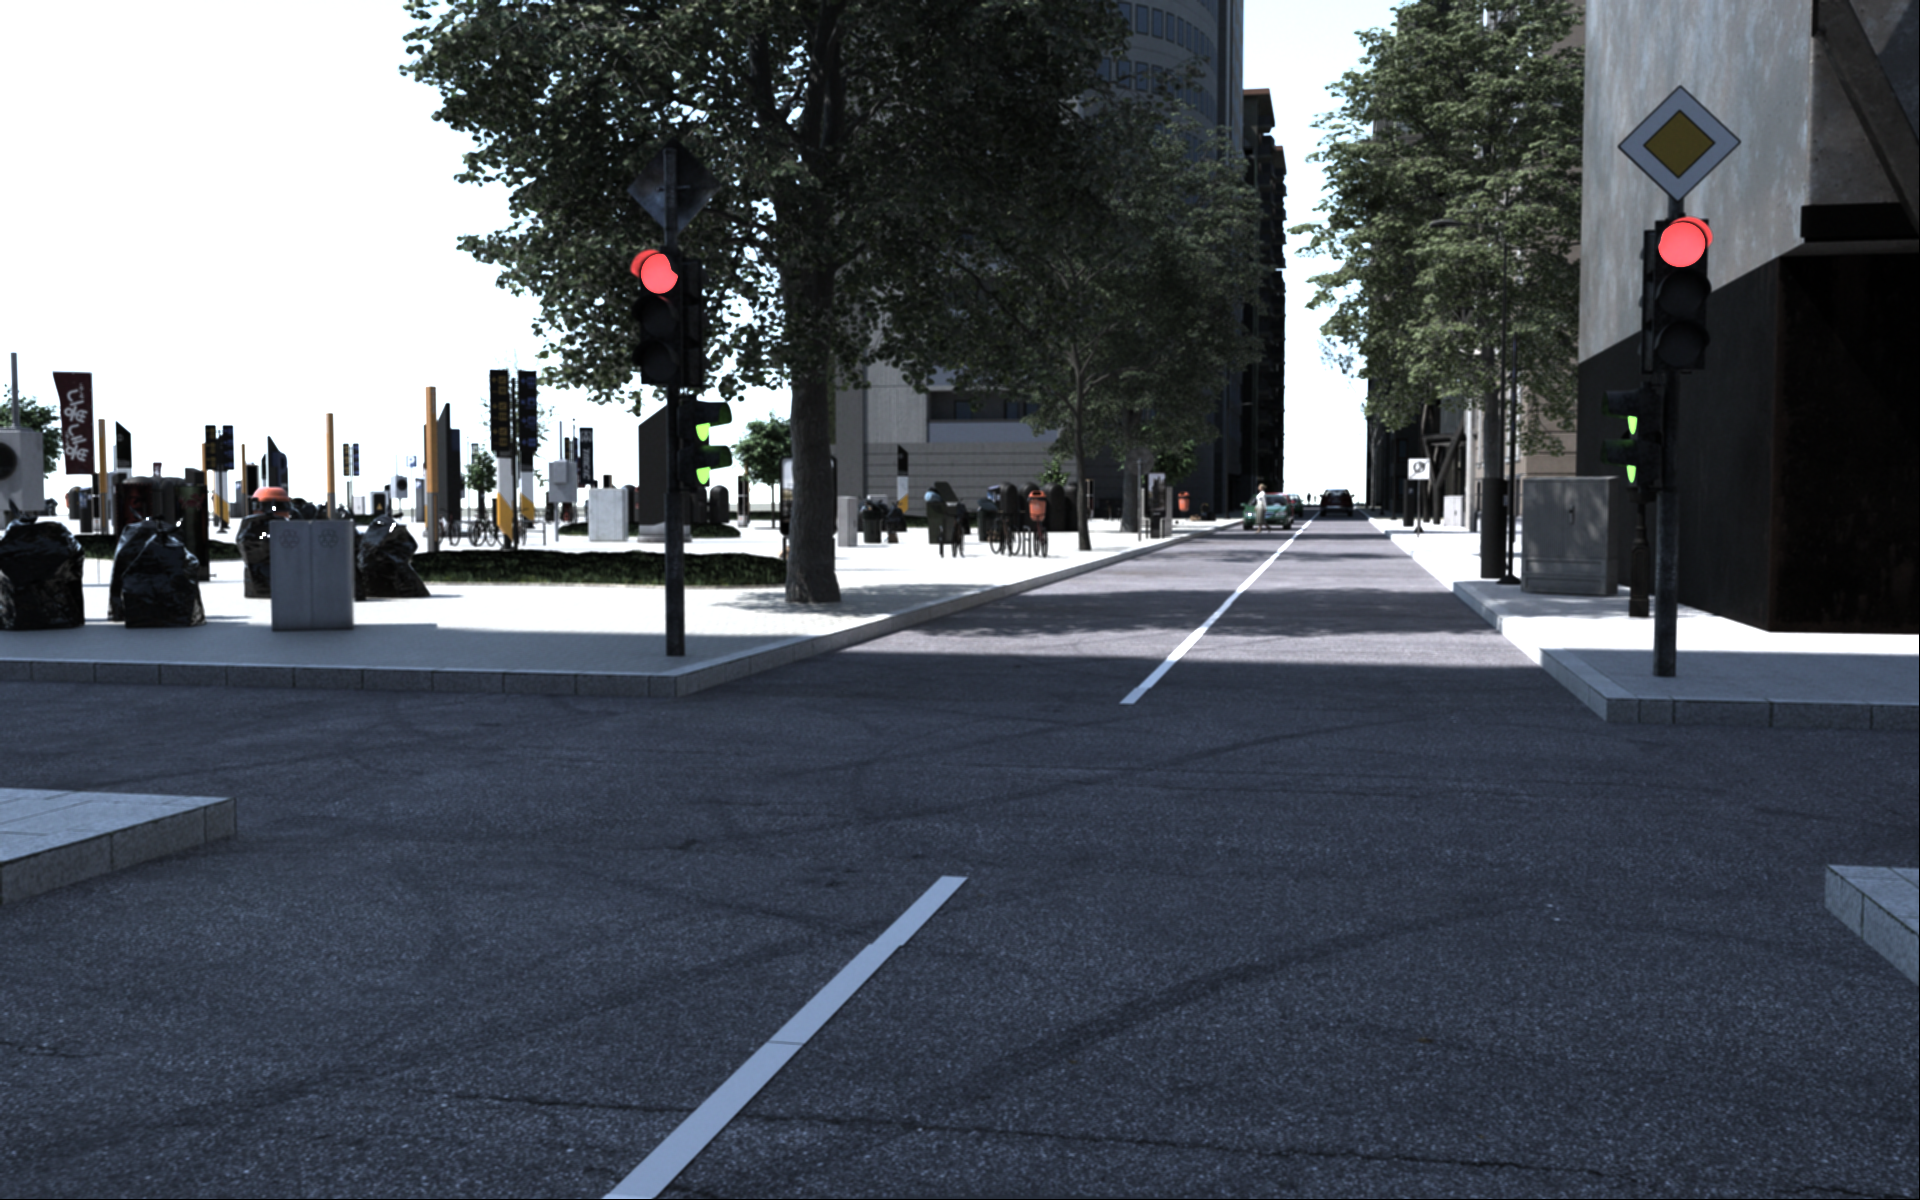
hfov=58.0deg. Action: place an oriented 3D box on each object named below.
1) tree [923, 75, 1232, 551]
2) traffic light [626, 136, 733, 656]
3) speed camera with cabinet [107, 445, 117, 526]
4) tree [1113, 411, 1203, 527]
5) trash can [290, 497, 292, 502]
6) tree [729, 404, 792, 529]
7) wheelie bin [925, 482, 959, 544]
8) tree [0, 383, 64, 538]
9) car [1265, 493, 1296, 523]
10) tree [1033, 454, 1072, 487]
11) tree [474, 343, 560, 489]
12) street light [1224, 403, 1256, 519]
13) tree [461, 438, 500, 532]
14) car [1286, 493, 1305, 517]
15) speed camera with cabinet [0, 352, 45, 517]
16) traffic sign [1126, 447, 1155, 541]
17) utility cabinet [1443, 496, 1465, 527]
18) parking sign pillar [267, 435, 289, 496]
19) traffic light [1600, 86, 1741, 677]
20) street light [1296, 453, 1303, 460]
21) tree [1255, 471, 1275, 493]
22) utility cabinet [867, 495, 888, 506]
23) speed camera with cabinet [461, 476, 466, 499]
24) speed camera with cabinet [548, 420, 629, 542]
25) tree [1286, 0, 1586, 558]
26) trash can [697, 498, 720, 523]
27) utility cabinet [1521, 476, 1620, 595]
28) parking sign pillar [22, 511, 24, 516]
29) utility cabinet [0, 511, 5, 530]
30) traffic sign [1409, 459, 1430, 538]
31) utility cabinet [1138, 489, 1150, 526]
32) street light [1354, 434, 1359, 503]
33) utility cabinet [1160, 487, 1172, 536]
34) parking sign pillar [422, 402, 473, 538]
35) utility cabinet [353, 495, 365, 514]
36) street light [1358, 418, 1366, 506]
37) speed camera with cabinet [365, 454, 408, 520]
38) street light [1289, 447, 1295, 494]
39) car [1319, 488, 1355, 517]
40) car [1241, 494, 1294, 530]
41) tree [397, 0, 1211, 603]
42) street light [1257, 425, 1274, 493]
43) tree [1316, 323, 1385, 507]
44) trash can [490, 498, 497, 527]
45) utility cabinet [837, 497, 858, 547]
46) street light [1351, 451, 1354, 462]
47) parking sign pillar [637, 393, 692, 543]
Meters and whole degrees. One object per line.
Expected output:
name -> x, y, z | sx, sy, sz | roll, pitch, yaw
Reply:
tree -> 2.505, -6.407, 39.172 | 7.601, 10.594, 8.767 | 0, 4, 1
traffic light -> -2.246, -1.512, 13.650 | 0.839, 4.253, 0.868 | 1, 4, 12
speed camera with cabinet -> -33.212, -4.610, 69.706 | 2.038, 3.252, 0.660 | -1, 4, -10
tree -> 7.679, -5.107, 67.213 | 4.285, 4.588, 4.351 | 0, 3, 0
trash can -> -35.030, -4.788, 89.940 | 0.748, 1.137, 0.748 | 0, 3, 0
tree -> -6.947, -4.899, 63.818 | 4.285, 4.588, 4.351 | 0, 3, 0
wheelie bin -> -0.499, -2.238, 44.499 | 0.693, 1.594, 0.980 | 2, 4, 32
tree -> -28.071, -4.132, 51.265 | 4.285, 4.588, 4.351 | 0, 3, 0
car -> 15.219, -4.583, 83.966 | 2.155, 1.783, 4.494 | 1, 4, 14
tree -> 4.457, -5.234, 80.172 | 1.663, 3.219, 1.824 | 0, 3, 0
tree -> -21.240, -8.167, 83.897 | 4.737, 8.622, 4.395 | 0, 3, 0
street light -> 14.230, -7.095, 88.544 | 1.470, 5.913, 1.316 | 1, 4, 12
tree -> -16.272, -3.978, 59.638 | 1.663, 3.219, 1.824 | 0, 3, 0
car -> 20.468, -6.058, 107.851 | 1.959, 1.807, 4.718 | 1, 4, 11
speed camera with cabinet -> -13.866, -1.817, 24.051 | 2.038, 3.252, 0.660 | 0, 4, 3
traffic sign -> 4.881, -2.867, 46.974 | 0.768, 2.556, 0.104 | 1, 4, 16
utility cabinet -> 19.346, -3.457, 67.678 | 0.306, 1.237, 1.020 | -2, 4, -26
parking sign pillar -> -31.562, -5.610, 80.194 | 1.447, 3.967, 1.447 | 0, 4, 2
traffic light -> 4.950, -1.418, 12.104 | 0.839, 4.253, 0.868 | 1, 4, 12
street light -> 38.145, -13.784, 197.901 | 1.470, 5.913, 1.316 | 1, 4, 12
tree -> 26.232, -9.391, 148.151 | 1.663, 3.219, 1.824 | 0, 3, 0
utility cabinet -> -4.094, -4.586, 86.149 | 1.020, 1.237, 0.306 | -2, 4, -33
speed camera with cabinet -> -24.600, -5.429, 83.104 | 0.660, 3.252, 2.038 | 1, 4, 23
speed camera with cabinet -> -10.021, -3.203, 46.705 | 2.038, 3.252, 0.660 | 0, 3, 0
tree -> 10.254, -7.119, 34.527 | 7.486, 12.596, 7.792 | 0, 3, 0
trash can -> -8.316, -2.787, 57.219 | 0.748, 1.137, 0.748 | 0, 3, 0
utility cabinet -> 7.766, -0.820, 22.082 | 0.318, 1.500, 1.173 | -3, 5, -42
parking sign pillar -> -44.058, -5.646, 80.781 | 1.447, 3.967, 1.447 | 3, 4, 38
utility cabinet -> -34.120, -3.106, 61.938 | 0.306, 1.237, 1.020 | 1, 4, 15
traffic sign -> 13.300, -2.941, 50.212 | 0.606, 2.300, 0.079 | 1, 4, 18
utility cabinet -> 7.757, -3.725, 69.587 | 1.173, 1.500, 0.318 | 2, 4, 25
street light -> 31.143, -9.800, 132.765 | 1.470, 5.913, 1.316 | 1, 4, 12
utility cabinet -> 6.098, -2.658, 52.132 | 0.318, 1.500, 1.173 | 1, 4, 20
parking sign pillar -> -15.309, -3.861, 51.600 | 1.447, 3.967, 1.447 | -3, 4, -36
utility cabinet -> -32.638, -5.070, 94.061 | 1.020, 1.237, 0.306 | 2, 4, 35
street light -> 25.138, -8.118, 105.277 | 1.470, 5.913, 1.316 | 1, 4, 12
speed camera with cabinet -> -27.825, -5.486, 84.027 | 0.660, 3.252, 2.038 | 3, 5, 40
street light -> 31.939, -12.072, 169.919 | 1.470, 5.913, 1.316 | 1, 4, 12
car -> 24.354, -6.316, 111.947 | 2.281, 1.827, 5.304 | 1, 4, 13
car -> 12.507, -3.583, 70.381 | 2.131, 1.459, 4.920 | 1, 4, 12
tree -> -1.872, -6.949, 20.265 | 9.857, 13.997, 8.962 | 0, 3, 0
street light -> 20.337, -8.791, 116.275 | 1.470, 5.913, 1.316 | 1, 4, 12
tree -> 41.972, -19.144, 168.889 | 12.611, 20.169, 13.585 | 0, 3, 0
trash can -> -16.866, -3.177, 63.599 | 0.748, 1.137, 0.748 | 0, 3, 0
utility cabinet -> -2.744, -1.908, 42.361 | 0.306, 1.237, 1.020 | 1, 4, 9
street light -> 37.160, -11.488, 160.363 | 1.470, 5.913, 1.316 | 1, 4, 12
parking sign pillar -> -7.849, -3.514, 45.934 | 1.447, 3.967, 1.447 | 1, 4, 12
